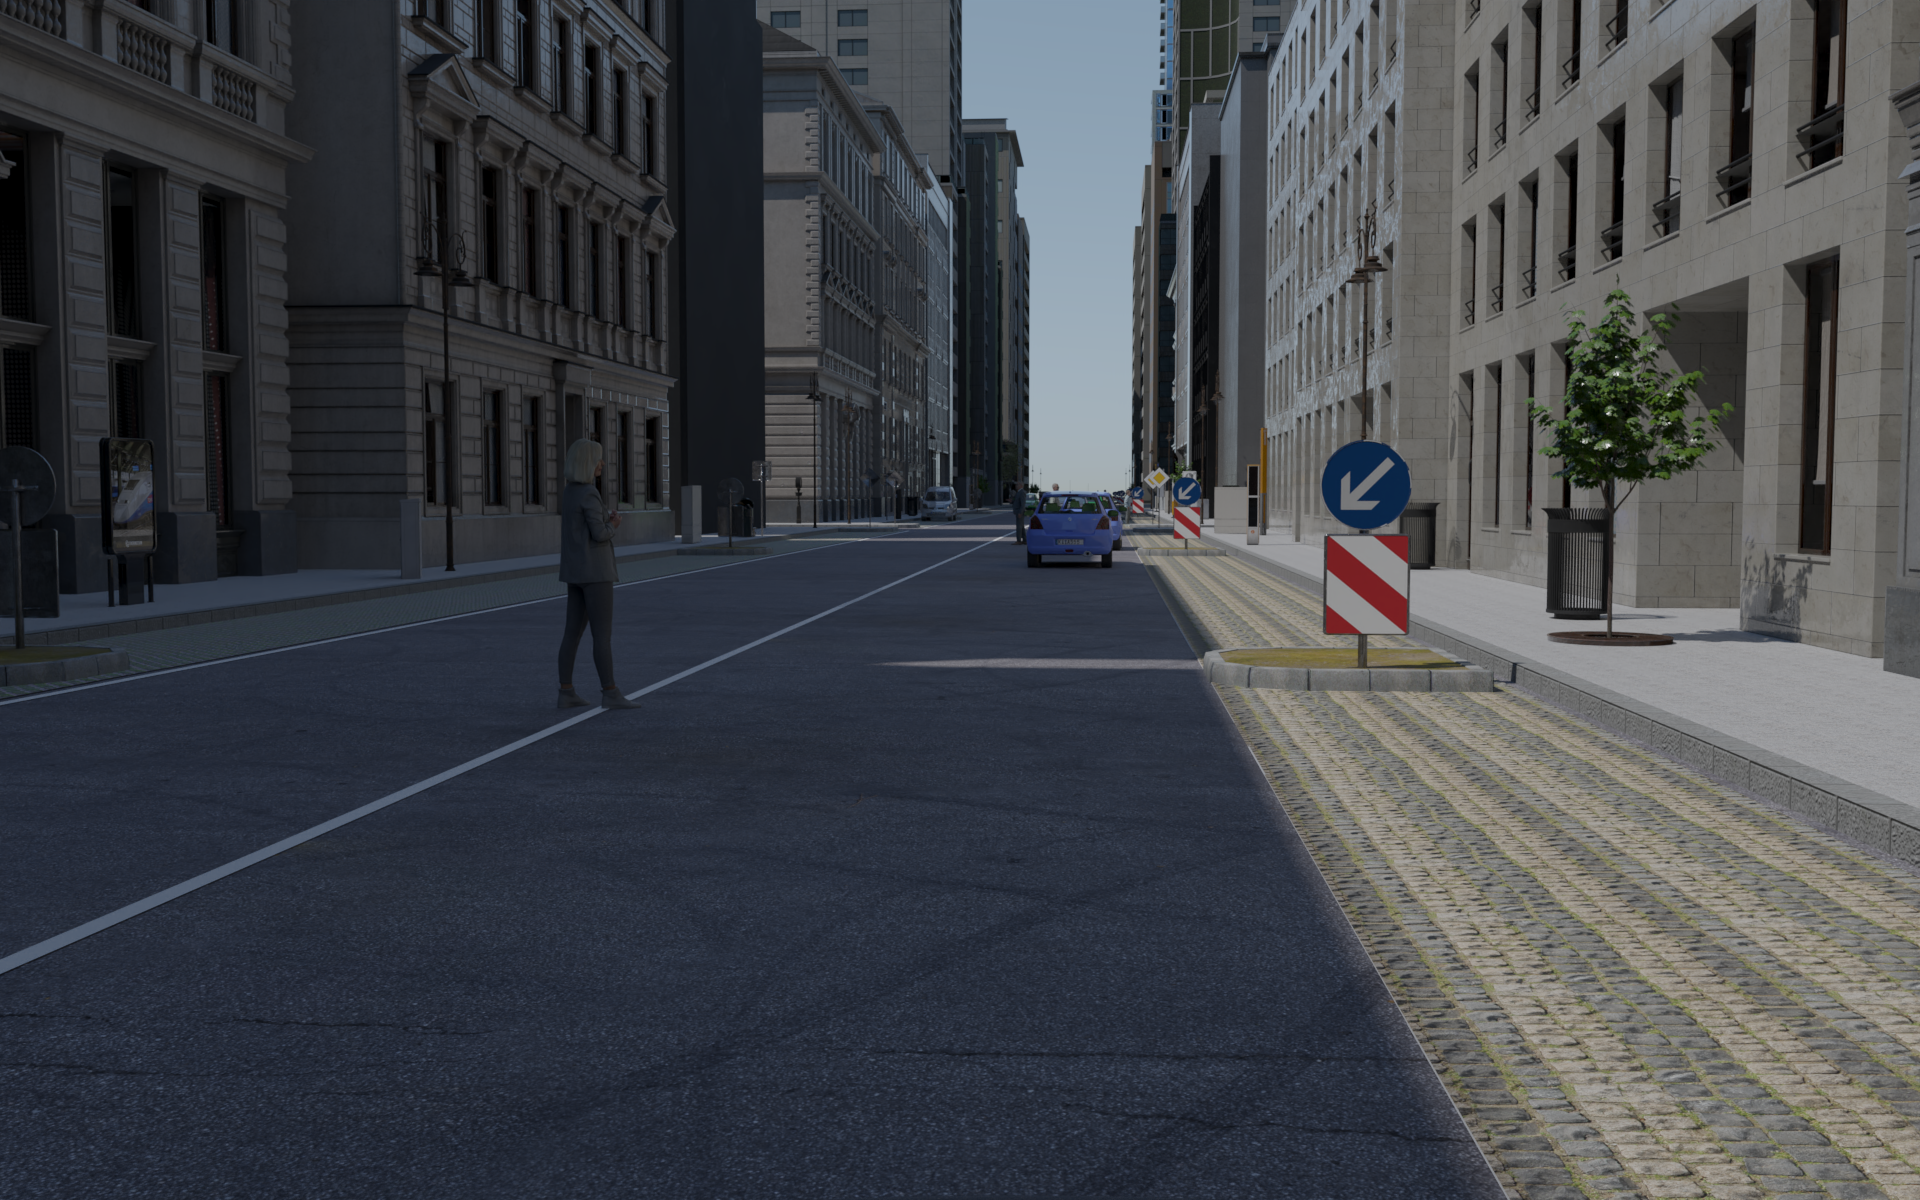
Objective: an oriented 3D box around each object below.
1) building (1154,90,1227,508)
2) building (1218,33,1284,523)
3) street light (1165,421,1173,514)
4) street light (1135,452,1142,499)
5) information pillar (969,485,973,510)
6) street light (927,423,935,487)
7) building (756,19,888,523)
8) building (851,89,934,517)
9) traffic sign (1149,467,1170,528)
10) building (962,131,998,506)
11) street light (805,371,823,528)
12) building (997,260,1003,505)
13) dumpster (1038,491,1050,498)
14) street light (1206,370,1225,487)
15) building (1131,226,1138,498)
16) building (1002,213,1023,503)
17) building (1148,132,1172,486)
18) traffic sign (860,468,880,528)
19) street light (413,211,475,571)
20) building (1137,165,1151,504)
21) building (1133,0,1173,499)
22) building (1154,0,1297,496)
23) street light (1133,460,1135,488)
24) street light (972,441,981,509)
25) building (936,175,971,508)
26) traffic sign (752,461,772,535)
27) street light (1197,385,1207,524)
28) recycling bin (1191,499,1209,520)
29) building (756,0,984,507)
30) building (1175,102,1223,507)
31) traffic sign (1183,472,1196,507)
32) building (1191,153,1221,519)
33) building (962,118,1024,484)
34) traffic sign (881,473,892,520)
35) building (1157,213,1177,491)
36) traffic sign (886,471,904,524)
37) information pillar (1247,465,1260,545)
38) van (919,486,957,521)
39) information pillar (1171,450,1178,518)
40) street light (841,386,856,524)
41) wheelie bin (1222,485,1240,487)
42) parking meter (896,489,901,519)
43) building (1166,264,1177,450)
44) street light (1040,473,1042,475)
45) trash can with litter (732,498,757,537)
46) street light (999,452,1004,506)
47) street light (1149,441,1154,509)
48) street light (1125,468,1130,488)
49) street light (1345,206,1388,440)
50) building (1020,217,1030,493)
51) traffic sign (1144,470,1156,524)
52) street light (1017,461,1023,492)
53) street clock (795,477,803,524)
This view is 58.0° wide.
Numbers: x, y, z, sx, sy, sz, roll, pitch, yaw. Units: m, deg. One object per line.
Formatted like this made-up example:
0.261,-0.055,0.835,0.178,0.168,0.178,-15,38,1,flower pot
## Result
34.253,-28.568,158.971,32.217,40.220,23.993,0,4,5,building
27.351,-15.896,78.969,30.058,24.678,14.314,0,4,5,building
13.257,-8.379,109.778,0.468,5.910,1.993,0,4,5,street light
19.407,-13.053,186.203,0.468,5.910,1.993,0,4,5,street light
0.904,-8.218,138.854,0.304,2.012,0.304,-1,4,-11,information pillar
-1.785,-8.456,111.051,0.468,5.910,1.993,0,4,5,street light
-10.252,-15.688,85.379,11.050,23.489,19.941,0,4,5,building
-8.968,-18.988,107.713,12.463,27.353,25.104,0,4,5,building
7.480,-3.757,65.064,0.795,2.450,0.064,0,4,5,traffic sign
-3.211,-31.016,190.707,14.154,41.232,14.086,0,4,5,building
-5.468,-5.650,65.159,0.468,5.910,1.993,0,4,5,street light
-2.294,-26.561,205.977,14.160,30.474,14.107,0,4,5,building
12.795,-15.504,261.702,1.865,1.857,1.264,0,4,6,dumpster
9.570,-5.609,64.491,0.468,5.910,1.993,0,4,5,street light
40.074,-40.982,293.749,21.300,48.544,21.600,0,4,5,building
2.478,-37.822,268.500,14.600,45.320,14.200,0,4,5,building
30.670,-34.506,214.284,14.600,45.320,14.200,0,4,5,building
-3.426,-3.813,65.979,0.795,2.450,0.064,0,4,5,traffic sign
-8.492,-3.418,28.673,0.468,5.910,1.993,0,4,5,street light
36.080,-37.768,241.205,21.300,48.544,21.600,0,4,5,building
38.316,-58.320,266.201,22.319,86.520,31.000,0,4,5,building
32.344,-46.310,195.424,20.563,71.187,20.611,0,4,5,building
22.567,-15.315,223.182,0.468,5.910,1.993,0,4,5,street light
1.561,-10.873,150.568,0.468,5.910,1.993,0,4,5,street light
-6.579,-23.538,156.552,14.160,30.474,14.107,0,4,5,building
-6.120,-3.143,53.520,0.606,2.300,0.079,0,4,7,traffic sign
10.298,-6.159,73.480,0.468,5.910,1.993,0,4,5,street light
12.106,-4.582,87.476,0.722,1.027,0.722,-1,4,-16,recycling bin
-8.127,-44.928,172.821,20.563,71.187,20.611,0,4,5,building
20.750,-18.132,114.483,12.078,24.808,19.932,0,4,5,building
10.331,-4.642,78.024,0.606,2.300,0.079,1,4,9,traffic sign
19.521,-16.296,96.123,12.332,23.373,15.834,0,4,5,building
-5.751,-40.272,247.683,28.713,52.752,27.495,0,4,5,building
-3.564,-5.031,84.386,0.606,2.300,0.079,1,4,13,traffic sign
27.495,-24.946,179.576,14.160,30.474,14.107,0,4,5,building
-2.771,-4.299,73.937,0.795,2.450,0.064,0,4,5,traffic sign
7.376,-2.388,43.542,0.304,2.012,0.304,1,4,12,information pillar
-1.100,-5.180,91.707,2.013,2.044,4.112,0,4,4,van
11.497,-6.194,92.624,0.183,3.616,0.504,3,4,36,information pillar
-4.761,-6.207,74.272,0.468,5.910,1.993,0,4,5,street light
9.680,-3.292,61.729,0.980,1.594,0.693,-1,4,-12,wheelie bin
-3.182,-4.893,88.404,0.372,1.533,0.369,0,3,0,parking meter
22.380,-18.337,135.973,11.583,22.565,21.152,0,4,5,building
14.279,-20.392,306.198,0.468,5.910,1.993,0,4,5,street light
-6.408,-2.457,51.554,0.624,1.170,1.055,0,4,4,trash can with litter
4.442,-13.123,187.343,0.468,5.910,1.993,0,4,5,street light
16.553,-10.807,149.476,0.468,5.910,1.993,0,4,5,street light
26.402,-18.154,269.610,0.468,5.910,1.993,0,4,5,street light
6.581,-3.388,28.182,0.468,5.910,1.993,0,4,5,street light
0.416,-40.541,286.548,21.300,48.544,21.600,0,4,5,building
8.135,-4.243,73.023,0.795,2.450,0.064,0,4,5,traffic sign
8.319,-15.942,233.439,0.468,5.910,1.993,0,4,5,street light
-6.977,-4.304,74.948,0.358,2.002,0.471,0,4,4,street clock
